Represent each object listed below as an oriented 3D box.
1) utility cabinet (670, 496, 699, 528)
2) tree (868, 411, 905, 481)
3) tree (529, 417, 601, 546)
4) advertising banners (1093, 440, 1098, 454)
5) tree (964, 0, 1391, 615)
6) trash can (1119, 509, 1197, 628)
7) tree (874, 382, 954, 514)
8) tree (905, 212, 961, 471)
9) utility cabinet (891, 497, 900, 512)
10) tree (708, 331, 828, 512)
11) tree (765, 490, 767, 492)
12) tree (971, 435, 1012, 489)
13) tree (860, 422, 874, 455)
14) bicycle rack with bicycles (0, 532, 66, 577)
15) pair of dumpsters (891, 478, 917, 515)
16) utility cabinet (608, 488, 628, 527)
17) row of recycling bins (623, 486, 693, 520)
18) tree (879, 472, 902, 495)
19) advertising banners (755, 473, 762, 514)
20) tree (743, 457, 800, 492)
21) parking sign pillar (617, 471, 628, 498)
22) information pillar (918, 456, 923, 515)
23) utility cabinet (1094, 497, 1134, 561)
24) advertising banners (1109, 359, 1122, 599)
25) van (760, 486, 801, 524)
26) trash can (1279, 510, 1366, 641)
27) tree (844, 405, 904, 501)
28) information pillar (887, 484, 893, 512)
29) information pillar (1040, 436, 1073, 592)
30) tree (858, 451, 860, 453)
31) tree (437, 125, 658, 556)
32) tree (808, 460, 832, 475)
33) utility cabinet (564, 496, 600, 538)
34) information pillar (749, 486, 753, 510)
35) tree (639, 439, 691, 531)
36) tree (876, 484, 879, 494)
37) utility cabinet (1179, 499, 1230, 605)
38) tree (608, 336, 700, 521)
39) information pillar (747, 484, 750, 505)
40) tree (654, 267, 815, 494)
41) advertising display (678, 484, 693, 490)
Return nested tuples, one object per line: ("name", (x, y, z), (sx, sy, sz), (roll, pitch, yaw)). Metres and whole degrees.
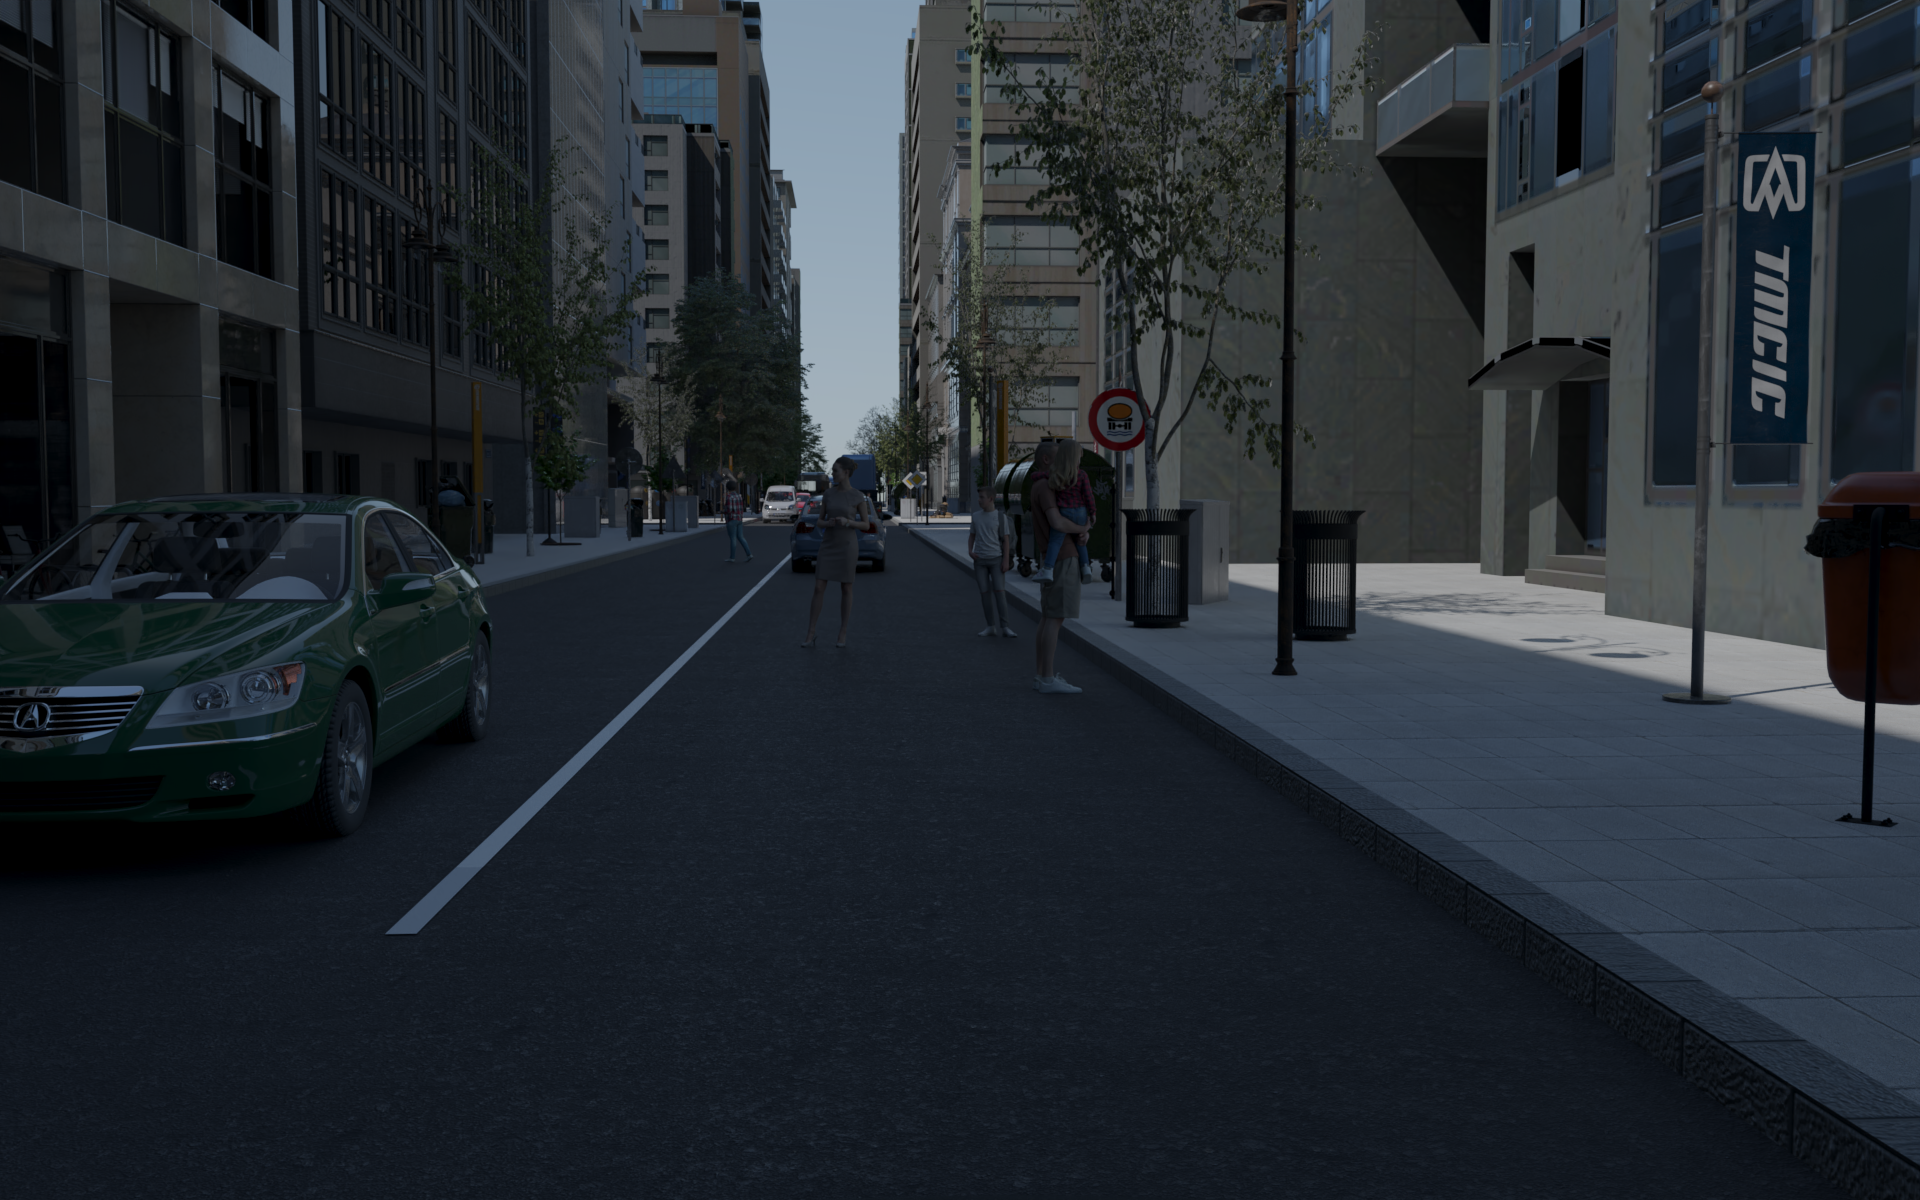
("utility cabinet", (-10.408, -3.322, 65.469), (1.020, 1.237, 0.306), (0, 4, 4))
("tree", (-5.803, -12.215, 150.077), (4.360, 8.622, 3.978), (0, 3, 0))
("tree", (-10.133, -2.993, 43.532), (1.663, 3.219, 1.824), (0, 3, 0))
("advertising banners", (4.005, -3.504, 53.477), (0.090, 3.025, 2.074), (-1, 4, -8))
("tree", (2.029, -4.112, 17.593), (4.360, 8.622, 3.978), (0, 3, 0))
("trash can", (1.906, -0.310, 16.728), (0.748, 1.137, 0.748), (0, 3, 0))
("tree", (-2.613, -9.967, 113.328), (4.737, 8.622, 4.395), (0, 3, 0))
("tree", (0.875, -5.783, 44.910), (4.360, 8.622, 3.978), (0, 3, 0))
("utility cabinet", (-4.311, -6.763, 121.734), (1.020, 1.237, 0.306), (1, 4, 14))
("tree", (-13.958, -12.393, 120.758), (7.486, 12.596, 7.792), (0, 3, 0))
("tree", (-14.993, -8.716, 137.112), (1.663, 3.219, 1.824), (0, 3, 0))
("tree", (0.840, -3.485, 51.577), (1.663, 3.219, 1.824), (0, 3, 0))
("tree", (-4.376, -11.026, 130.637), (4.737, 8.622, 4.395), (0, 3, 0))
("bicycle rack with bicycles", (-7.726, -0.201, 16.670), (2.925, 0.926, 2.852), (2, 4, 31))
("pair of dumpsters", (-3.348, -6.288, 105.296), (1.574, 2.255, 4.437), (0, 4, -4))
("utility cabinet", (-13.080, -3.523, 66.285), (0.318, 1.500, 1.173), (1, 4, 12))
("row of recycling bins", (-15.124, -4.932, 87.750), (3.534, 1.692, 1.069), (-3, 5, -43))
("tree", (-5.106, -8.642, 135.902), (1.663, 3.219, 1.824), (0, 3, 0))
("advertising banners", (-13.057, -7.112, 112.466), (0.090, 3.025, 2.074), (0, 4, 7))
("tree", (-14.568, -8.895, 129.155), (4.285, 4.588, 4.351), (0, 3, 0))
("parking sign pillar", (-23.514, -8.000, 119.270), (1.447, 3.967, 1.447), (0, 4, 6))
("information pillar", (-2.385, -7.064, 106.859), (0.183, 3.616, 0.504), (-2, 4, -27))
("utility cabinet", (2.979, -1.374, 33.635), (0.306, 1.237, 1.020), (3, 4, 37))
("advertising banners", (1.991, -1.576, 21.956), (0.090, 3.025, 2.074), (0, 4, 8))
("van", (-8.835, -4.800, 85.490), (2.013, 2.044, 4.112), (0, 4, -3))
("trash can", (3.189, -0.222, 15.279), (0.748, 1.137, 0.748), (0, 3, 0))
("tree", (-11.174, -20.084, 238.736), (12.009, 13.543, 11.850), (0, 3, 0))
("information pillar", (-5.132, -7.513, 127.322), (0.304, 2.012, 0.304), (-3, 5, -41))
("information pillar", (1.225, -1.072, 22.019), (0.304, 2.012, 0.304), (-2, 4, -33))
("tree", (-8.052, -13.925, 178.036), (4.737, 8.622, 4.395), (0, 3, 0))
("tree", (-8.626, -5.204, 35.455), (4.737, 8.622, 4.395), (0, 3, 0))
("tree", (-25.092, -21.893, 308.317), (4.737, 8.622, 4.395), (0, 3, 0))
("utility cabinet", (-11.148, -2.442, 51.080), (1.020, 1.237, 0.306), (1, 4, 14))
("information pillar", (-17.010, -8.372, 141.370), (0.304, 2.012, 0.304), (0, 4, 0))
("tree", (-10.400, -4.028, 60.454), (1.663, 3.219, 1.824), (0, 3, 0))
("tree", (-9.173, -12.340, 196.365), (1.663, 3.219, 1.824), (0, 3, 0))
("utility cabinet", (2.908, -0.572, 20.517), (0.306, 1.237, 1.020), (2, 4, 26))
("tree", (-14.451, -8.046, 81.915), (4.360, 8.622, 3.978), (0, 3, 0))
("information pillar", (-17.507, -9.358, 144.365), (0.504, 3.616, 0.183), (2, 4, 29))
("tree", (-12.643, -11.643, 97.019), (9.857, 13.997, 8.962), (0, 3, 0))
("advertising display", (-17.699, -6.519, 111.803), (0.974, 1.923, 0.123), (1, 4, 12))
